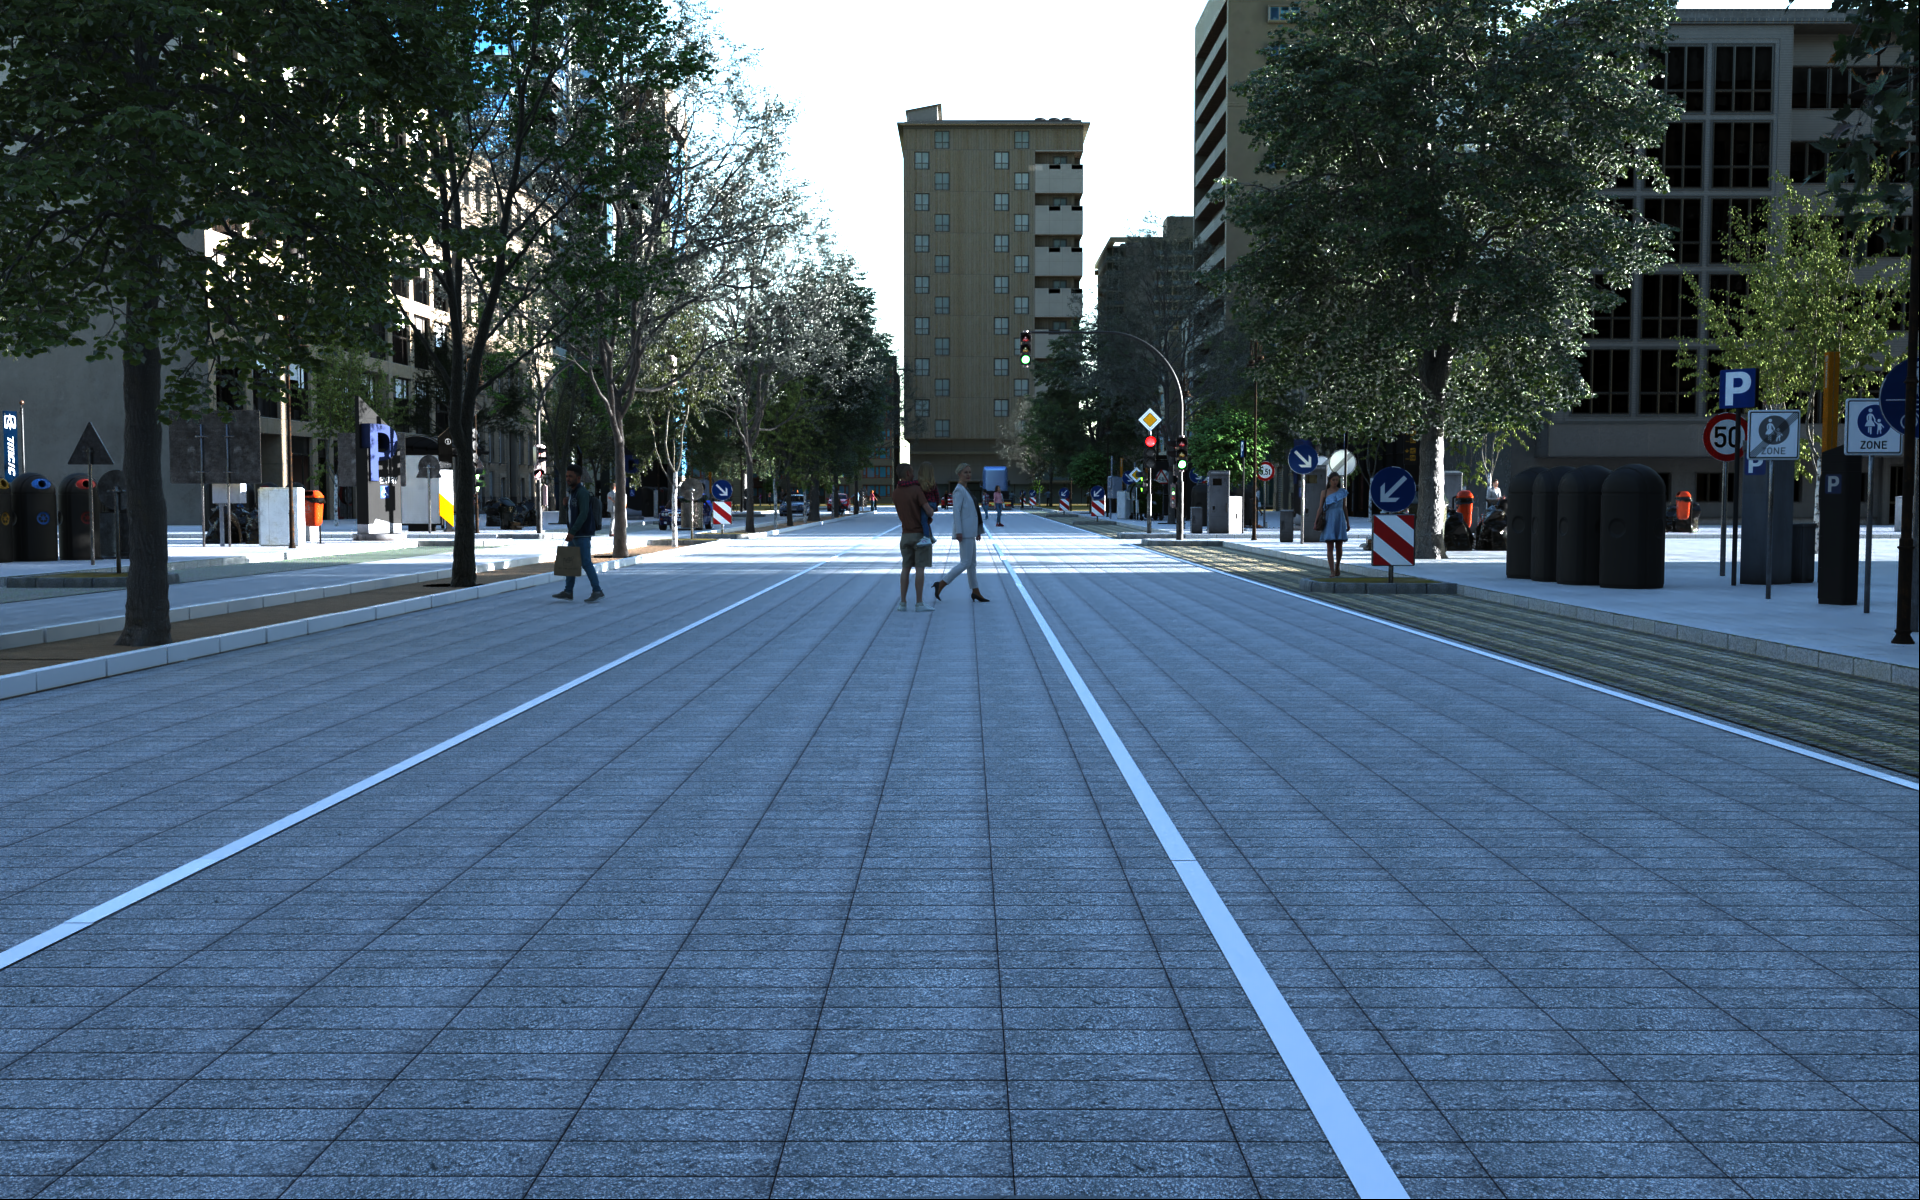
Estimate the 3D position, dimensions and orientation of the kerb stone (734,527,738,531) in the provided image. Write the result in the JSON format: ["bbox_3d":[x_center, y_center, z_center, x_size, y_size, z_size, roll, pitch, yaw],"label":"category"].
[{"bbox_3d":[-8.665,-2.665,65.805,0.120,0.150,1.000,0,4,0],"label":"kerb stone"}]

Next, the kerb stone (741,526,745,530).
[{"bbox_3d":[-8.655,-2.793,67.857,0.120,0.150,1.000,0,4,0],"label":"kerb stone"}]

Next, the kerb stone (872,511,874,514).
[{"bbox_3d":[-6.393,-6.180,123.234,0.120,0.150,1.000,0,4,0],"label":"kerb stone"}]

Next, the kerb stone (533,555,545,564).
[{"bbox_3d":[-8.751,-0.817,35.551,0.120,0.150,1.000,0,4,0],"label":"kerb stone"}]

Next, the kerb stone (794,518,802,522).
[{"bbox_3d":[-8.588,-4.232,91.474,0.120,0.150,1.000,0,4,0],"label":"kerb stone"}]

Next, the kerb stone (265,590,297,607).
[{"bbox_3d":[-8.794,-0.001,22.230,0.120,0.150,1.000,0,4,0],"label":"kerb stone"}]

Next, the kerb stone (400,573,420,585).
[{"bbox_3d":[-8.781,-0.315,27.345,0.120,0.150,1.000,0,4,0],"label":"kerb stone"}]

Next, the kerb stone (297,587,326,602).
[{"bbox_3d":[-8.791,-0.065,23.252,0.120,0.150,1.000,0,4,0],"label":"kerb stone"}]

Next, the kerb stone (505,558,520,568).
[{"bbox_3d":[-8.754,-0.690,33.507,0.120,0.150,1.000,0,4,0],"label":"kerb stone"}]

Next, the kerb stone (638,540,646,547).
[{"bbox_3d":[-8.714,-1.506,46.825,0.120,0.150,1.000,0,4,0],"label":"kerb stone"}]

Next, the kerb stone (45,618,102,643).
[{"bbox_3d":[-8.801,0.313,17.078,0.120,0.150,1.000,0,4,0],"label":"kerb stone"}]

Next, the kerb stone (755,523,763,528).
[{"bbox_3d":[-8.639,-3.168,74.013,0.120,0.150,1.000,0,4,0],"label":"kerb stone"}]

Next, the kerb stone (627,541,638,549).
[{"bbox_3d":[-8.728,-1.443,45.795,0.120,0.150,1.000,0,4,0],"label":"kerb stone"}]

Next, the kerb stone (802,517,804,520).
[{"bbox_3d":[-8.580,-4.300,92.496,0.120,0.150,1.000,0,4,0],"label":"kerb stone"}]

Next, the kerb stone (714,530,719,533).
[{"bbox_3d":[-8.676,-2.353,60.666,0.120,0.150,1.000,0,4,0],"label":"kerb stone"}]

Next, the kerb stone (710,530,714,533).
[{"bbox_3d":[-8.679,-2.290,59.644,0.120,0.150,1.000,0,4,0],"label":"kerb stone"}]

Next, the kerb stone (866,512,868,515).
[{"bbox_3d":[-6.415,-5.740,116.057,0.120,0.150,1.000,0,4,0],"label":"kerb stone"}]

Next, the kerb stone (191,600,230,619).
[{"bbox_3d":[-8.798,0.125,20.155,0.120,0.150,1.000,0,4,0],"label":"kerb stone"}]

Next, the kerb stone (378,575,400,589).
[{"bbox_3d":[-8.778,-0.252,26.323,0.120,0.150,1.000,0,4,0],"label":"kerb stone"}]

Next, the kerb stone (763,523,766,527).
[{"bbox_3d":[-8.628,-3.232,75.042,0.120,0.150,1.000,0,4,0],"label":"kerb stone"}]

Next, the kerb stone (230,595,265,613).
[{"bbox_3d":[-8.797,0.062,21.189,0.120,0.150,1.000,0,4,0],"label":"kerb stone"}]

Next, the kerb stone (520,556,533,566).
[{"bbox_3d":[-8.751,-0.754,34.529,0.120,0.150,1.000,0,4,0],"label":"kerb stone"}]

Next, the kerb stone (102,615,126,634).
[{"bbox_3d":[-8.804,0.251,18.100,0.120,0.150,1.000,0,4,0],"label":"kerb stone"}]

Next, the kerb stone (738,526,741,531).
[{"bbox_3d":[-8.659,-2.729,66.831,0.120,0.150,1.000,0,4,0],"label":"kerb stone"}]

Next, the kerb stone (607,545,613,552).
[{"bbox_3d":[-8.738,-1.255,42.728,0.120,0.150,1.000,0,4,0],"label":"kerb stone"}]

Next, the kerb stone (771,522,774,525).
[{"bbox_3d":[-8.631,-3.418,78.119,0.120,0.150,1.000,0,4,0],"label":"kerb stone"}]

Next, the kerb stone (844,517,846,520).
[{"bbox_3d":[-6.474,-4.423,94.518,0.120,0.150,1.000,0,4,0],"label":"kerb stone"}]

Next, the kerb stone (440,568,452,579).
[{"bbox_3d":[-8.769,-0.440,29.398,0.120,0.150,1.000,0,4,0],"label":"kerb stone"}]

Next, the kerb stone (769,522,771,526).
[{"bbox_3d":[-8.621,-3.357,77.097,0.120,0.150,1.000,0,4,0],"label":"kerb stone"}]

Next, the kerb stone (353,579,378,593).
[{"bbox_3d":[-8.777,-0.190,25.301,0.120,0.150,1.000,0,4,0],"label":"kerb stone"}]

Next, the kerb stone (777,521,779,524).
[{"bbox_3d":[-8.619,-3.546,80.171,0.120,0.150,1.000,0,4,0],"label":"kerb stone"}]

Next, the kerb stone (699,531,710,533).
[{"bbox_3d":[-8.682,-2.228,58.620,0.120,0.150,1.000,0,4,0],"label":"kerb stone"}]

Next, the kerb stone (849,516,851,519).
[{"bbox_3d":[-6.468,-4.675,98.624,0.120,0.150,1.000,0,4,0],"label":"kerb stone"}]

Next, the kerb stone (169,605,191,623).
[{"bbox_3d":[-8.798,0.190,19.122,0.120,0.150,1.000,0,4,0],"label":"kerb stone"}]

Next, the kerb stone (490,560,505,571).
[{"bbox_3d":[-8.770,-0.629,32.478,0.120,0.150,1.000,0,4,0],"label":"kerb stone"}]

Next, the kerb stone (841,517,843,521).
[{"bbox_3d":[-6.486,-4.298,92.470,0.120,0.150,1.000,0,4,0],"label":"kerb stone"}]

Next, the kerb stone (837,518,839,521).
[{"bbox_3d":[-6.490,-4.110,89.402,0.120,0.150,1.000,0,4,0],"label":"kerb stone"}]

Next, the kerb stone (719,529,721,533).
[{"bbox_3d":[-8.678,-2.415,61.689,0.120,0.150,1.000,0,4,0],"label":"kerb stone"}]

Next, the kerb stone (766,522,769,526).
[{"bbox_3d":[-8.632,-3.295,76.068,0.120,0.150,1.000,0,4,0],"label":"kerb stone"}]

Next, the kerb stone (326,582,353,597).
[{"bbox_3d":[-8.784,-0.120,24.274,0.120,0.150,1.000,0,4,0],"label":"kerb stone"}]

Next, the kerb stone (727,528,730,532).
[{"bbox_3d":[-8.675,-2.541,63.744,0.120,0.150,1.000,0,4,0],"label":"kerb stone"}]

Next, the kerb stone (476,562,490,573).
[{"bbox_3d":[-8.768,-0.566,31.442,0.120,0.150,1.000,0,4,0],"label":"kerb stone"}]

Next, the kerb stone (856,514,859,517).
[{"bbox_3d":[-6.444,-5.114,105.804,0.120,0.150,1.000,0,4,0],"label":"kerb stone"}]

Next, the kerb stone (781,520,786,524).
[{"bbox_3d":[-8.608,-3.734,83.251,0.120,0.150,1.000,0,4,0],"label":"kerb stone"}]

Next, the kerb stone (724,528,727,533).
[{"bbox_3d":[-8.670,-2.478,62.716,0.120,0.150,1.000,0,4,0],"label":"kerb stone"}]

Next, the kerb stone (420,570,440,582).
[{"bbox_3d":[-8.776,-0.378,28.376,0.120,0.150,1.000,0,4,0],"label":"kerb stone"}]

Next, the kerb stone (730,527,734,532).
[{"bbox_3d":[-8.671,-2.603,64.772,0.120,0.150,1.000,0,4,0],"label":"kerb stone"}]

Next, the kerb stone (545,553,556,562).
[{"bbox_3d":[-8.751,-0.879,36.577,0.120,0.150,1.000,0,4,0],"label":"kerb stone"}]

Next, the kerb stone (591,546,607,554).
[{"bbox_3d":[-8.730,-1.193,41.705,0.120,0.150,1.000,0,4,0],"label":"kerb stone"}]

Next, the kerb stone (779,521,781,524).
[{"bbox_3d":[-8.617,-3.609,81.196,0.120,0.150,1.000,0,4,0],"label":"kerb stone"}]

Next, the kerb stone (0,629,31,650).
[{"bbox_3d":[-8.822,0.382,16.054,0.120,0.150,1.000,0,4,0],"label":"kerb stone"}]

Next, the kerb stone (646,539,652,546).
[{"bbox_3d":[-8.718,-1.569,47.849,0.120,0.150,1.000,0,4,0],"label":"kerb stone"}]
